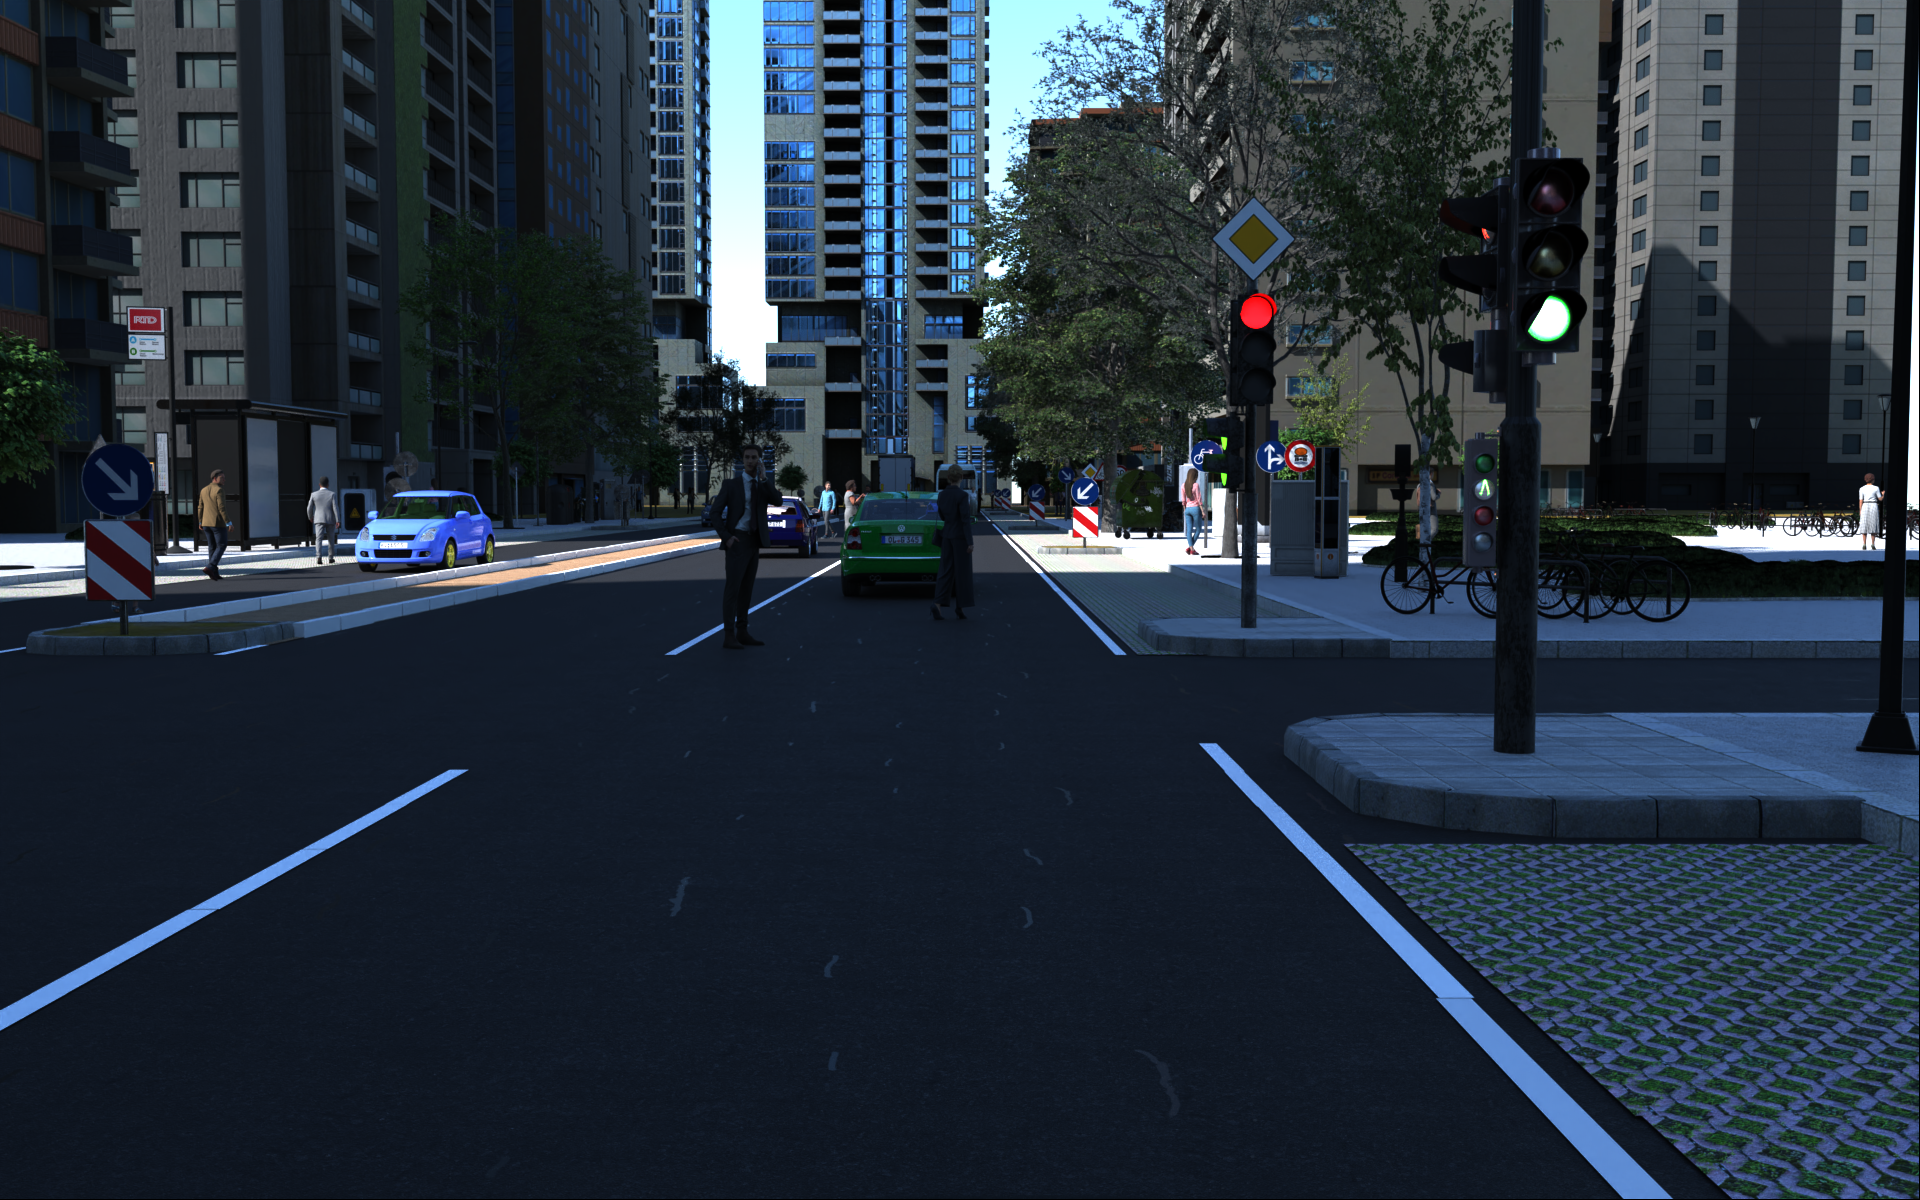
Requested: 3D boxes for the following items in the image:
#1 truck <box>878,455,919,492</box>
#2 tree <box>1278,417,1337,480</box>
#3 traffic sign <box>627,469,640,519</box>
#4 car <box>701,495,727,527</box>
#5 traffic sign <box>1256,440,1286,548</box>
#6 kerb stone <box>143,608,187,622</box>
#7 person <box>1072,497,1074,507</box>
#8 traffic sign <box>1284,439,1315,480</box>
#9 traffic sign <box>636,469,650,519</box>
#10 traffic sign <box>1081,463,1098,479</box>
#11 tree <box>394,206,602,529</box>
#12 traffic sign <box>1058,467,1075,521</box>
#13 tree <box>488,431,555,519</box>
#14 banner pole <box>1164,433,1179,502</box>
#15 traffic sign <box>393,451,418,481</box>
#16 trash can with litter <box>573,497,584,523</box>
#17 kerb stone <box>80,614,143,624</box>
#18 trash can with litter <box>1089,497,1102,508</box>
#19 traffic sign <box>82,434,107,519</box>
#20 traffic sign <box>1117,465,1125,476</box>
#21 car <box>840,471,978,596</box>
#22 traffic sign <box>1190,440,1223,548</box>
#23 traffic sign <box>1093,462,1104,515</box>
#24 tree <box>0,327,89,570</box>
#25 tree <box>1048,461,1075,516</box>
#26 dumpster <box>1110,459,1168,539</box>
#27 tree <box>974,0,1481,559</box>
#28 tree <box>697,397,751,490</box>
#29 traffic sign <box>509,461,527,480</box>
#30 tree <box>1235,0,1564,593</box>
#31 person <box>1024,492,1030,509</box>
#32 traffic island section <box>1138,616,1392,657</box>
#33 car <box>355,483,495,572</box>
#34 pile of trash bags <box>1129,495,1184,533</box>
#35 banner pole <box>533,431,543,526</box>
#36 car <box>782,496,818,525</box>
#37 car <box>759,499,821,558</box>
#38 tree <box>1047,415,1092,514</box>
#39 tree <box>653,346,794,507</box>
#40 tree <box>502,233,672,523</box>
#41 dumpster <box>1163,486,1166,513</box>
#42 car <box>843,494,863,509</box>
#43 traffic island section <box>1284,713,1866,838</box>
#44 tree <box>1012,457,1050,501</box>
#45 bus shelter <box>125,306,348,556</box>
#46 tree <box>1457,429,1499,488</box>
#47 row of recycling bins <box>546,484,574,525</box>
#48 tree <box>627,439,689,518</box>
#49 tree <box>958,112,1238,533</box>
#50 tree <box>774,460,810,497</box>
[{"bbox_3d":[-4.601,-8.549,128.683,2.839,4.237,11.283,0,3,0],"label":"truck"},{"bbox_3d":[14.562,-5.488,73.436,4.285,4.588,4.351,0,3,0],"label":"tree"},{"bbox_3d":[-16.947,-5.529,90.401,0.884,2.594,0.081,1,4,9],"label":"traffic sign"},{"bbox_3d":[-10.348,-3.954,76.651,2.014,1.417,4.499,0,4,-1],"label":"car"},{"bbox_3d":[7.413,-2.514,41.211,0.768,2.556,0.104,0,4,1],"label":"traffic sign"},{"bbox_3d":[-8.683,0.213,18.751,0.120,0.150,1.000,0,3,0],"label":"kerb stone"},{"bbox_3d":[9.644,-8.613,146.492,0.705,1.869,1.348,1,4,22],"label":"person"},{"bbox_3d":[7.933,-2.464,40.399,0.768,2.556,0.104,0,4,2],"label":"traffic sign"},{"bbox_3d":[-16.407,-5.475,89.617,0.768,2.556,0.104,0,4,5],"label":"traffic sign"},{"bbox_3d":[5.549,-4.514,73.529,0.795,2.593,0.064,1,4,10],"label":"traffic sign"},{"bbox_3d":[-16.765,-8.421,63.431,9.928,11.665,9.643,0,3,0],"label":"tree"},{"bbox_3d":[5.025,-5.001,81.880,0.768,2.556,0.104,0,4,2],"label":"traffic sign"},{"bbox_3d":[-22.830,-6.483,89.715,4.285,4.588,4.351,0,3,0],"label":"tree"},{"bbox_3d":[8.472,-4.829,68.967,0.863,3.779,0.401,-1,4,-22],"label":"banner pole"},{"bbox_3d":[-16.432,-3.134,51.352,0.768,2.556,0.104,0,4,4],"label":"traffic sign"},{"bbox_3d":[-17.402,-4.042,77.473,1.055,1.170,0.624,-2,4,-32],"label":"trash can with litter"},{"bbox_3d":[-8.681,0.274,17.718,0.120,0.150,1.000,0,3,0],"label":"kerb stone"},{"bbox_3d":[6.351,-4.452,84.180,1.055,1.170,0.624,-2,4,-35],"label":"trash can with litter"},{"bbox_3d":[-18.672,-2.302,37.647,0.884,2.594,0.081,0,4,7],"label":"traffic sign"},{"bbox_3d":[6.968,-4.624,75.714,0.768,2.556,0.104,0,4,7],"label":"traffic sign"},{"bbox_3d":[-0.730,-1.031,25.647,1.959,1.807,4.718,0,4,2],"label":"car"},{"bbox_3d":[5.830,-2.502,41.008,0.768,2.556,0.104,0,4,8],"label":"traffic sign"},{"bbox_3d":[5.815,-4.317,70.579,0.884,2.594,0.081,0,4,6],"label":"traffic sign"},{"bbox_3d":[-16.626,-2.807,29.610,4.285,4.588,4.351,0,3,0],"label":"tree"},{"bbox_3d":[5.552,-6.424,99.636,1.663,3.219,1.824,0,3,0],"label":"tree"},{"bbox_3d":[5.119,-2.884,49.644,1.502,2.255,1.985,0,3,0],"label":"dumpster"},{"bbox_3d":[5.459,-7.572,34.179,12.009,13.543,11.850,0,3,0],"label":"tree"},{"bbox_3d":[-16.561,-10.525,122.449,4.360,8.622,3.978,0,3,0],"label":"tree"},{"bbox_3d":[-17.399,-4.171,67.930,0.795,2.593,0.064,0,4,3],"label":"traffic sign"},{"bbox_3d":[5.817,-4.397,22.258,4.737,8.622,4.395,0,3,0],"label":"tree"},{"bbox_3d":[6.151,-8.940,152.949,1.217,1.736,0.721,2,4,27],"label":"person"},{"bbox_3d":[2.797,0.344,16.650,2.009,0.180,2.903,0,3,0],"label":"traffic island section"},{"bbox_3d":[-10.174,-1.434,33.035,1.945,1.707,3.694,0,4,2],"label":"car"},{"bbox_3d":[6.671,-3.022,59.155,1.912,1.369,3.447,1,4,17],"label":"pile of trash bags"},{"bbox_3d":[-16.829,-4.833,69.044,0.401,3.779,0.863,-1,4,-18],"label":"banner pole"},{"bbox_3d":[-5.112,-2.265,49.394,2.083,1.381,4.827,0,4,-1],"label":"car"},{"bbox_3d":[-4.234,-1.683,40.089,1.945,1.354,3.894,0,4,-1],"label":"car"},{"bbox_3d":[6.382,-9.808,110.724,4.737,8.622,4.395,0,3,0],"label":"tree"},{"bbox_3d":[-15.866,-10.700,109.350,7.601,10.594,8.767,3,5,40],"label":"tree"},{"bbox_3d":[-16.765,-9.667,76.182,7.486,12.596,7.792,0,3,0],"label":"tree"},{"bbox_3d":[7.217,-3.718,66.555,1.264,1.857,1.865,0,4,0],"label":"dumpster"},{"bbox_3d":[-10.024,-9.317,162.553,2.015,1.641,3.980,0,3,0],"label":"car"},{"bbox_3d":[2.780,0.833,8.665,2.009,0.180,2.903,0,3,0],"label":"traffic island section"},{"bbox_3d":[5.495,-9.321,136.107,4.285,4.588,4.351,0,3,0],"label":"tree"},{"bbox_3d":[-16.696,-3.801,39.786,2.179,5.291,8.768,0,4,0],"label":"bus shelter"},{"bbox_3d":[26.707,-6.340,87.377,4.285,4.588,4.351,0,3,0],"label":"tree"},{"bbox_3d":[-17.066,-4.075,73.732,1.069,1.692,3.534,0,4,-7],"label":"row of recycling bins"},{"bbox_3d":[-16.167,-6.648,92.415,4.285,4.588,4.351,0,3,0],"label":"tree"},{"bbox_3d":[4.909,-9.211,57.253,9.857,13.997,8.962,0,3,0],"label":"tree"},{"bbox_3d":[-16.182,-11.207,166.940,4.285,4.588,4.351,0,3,0],"label":"tree"}]
